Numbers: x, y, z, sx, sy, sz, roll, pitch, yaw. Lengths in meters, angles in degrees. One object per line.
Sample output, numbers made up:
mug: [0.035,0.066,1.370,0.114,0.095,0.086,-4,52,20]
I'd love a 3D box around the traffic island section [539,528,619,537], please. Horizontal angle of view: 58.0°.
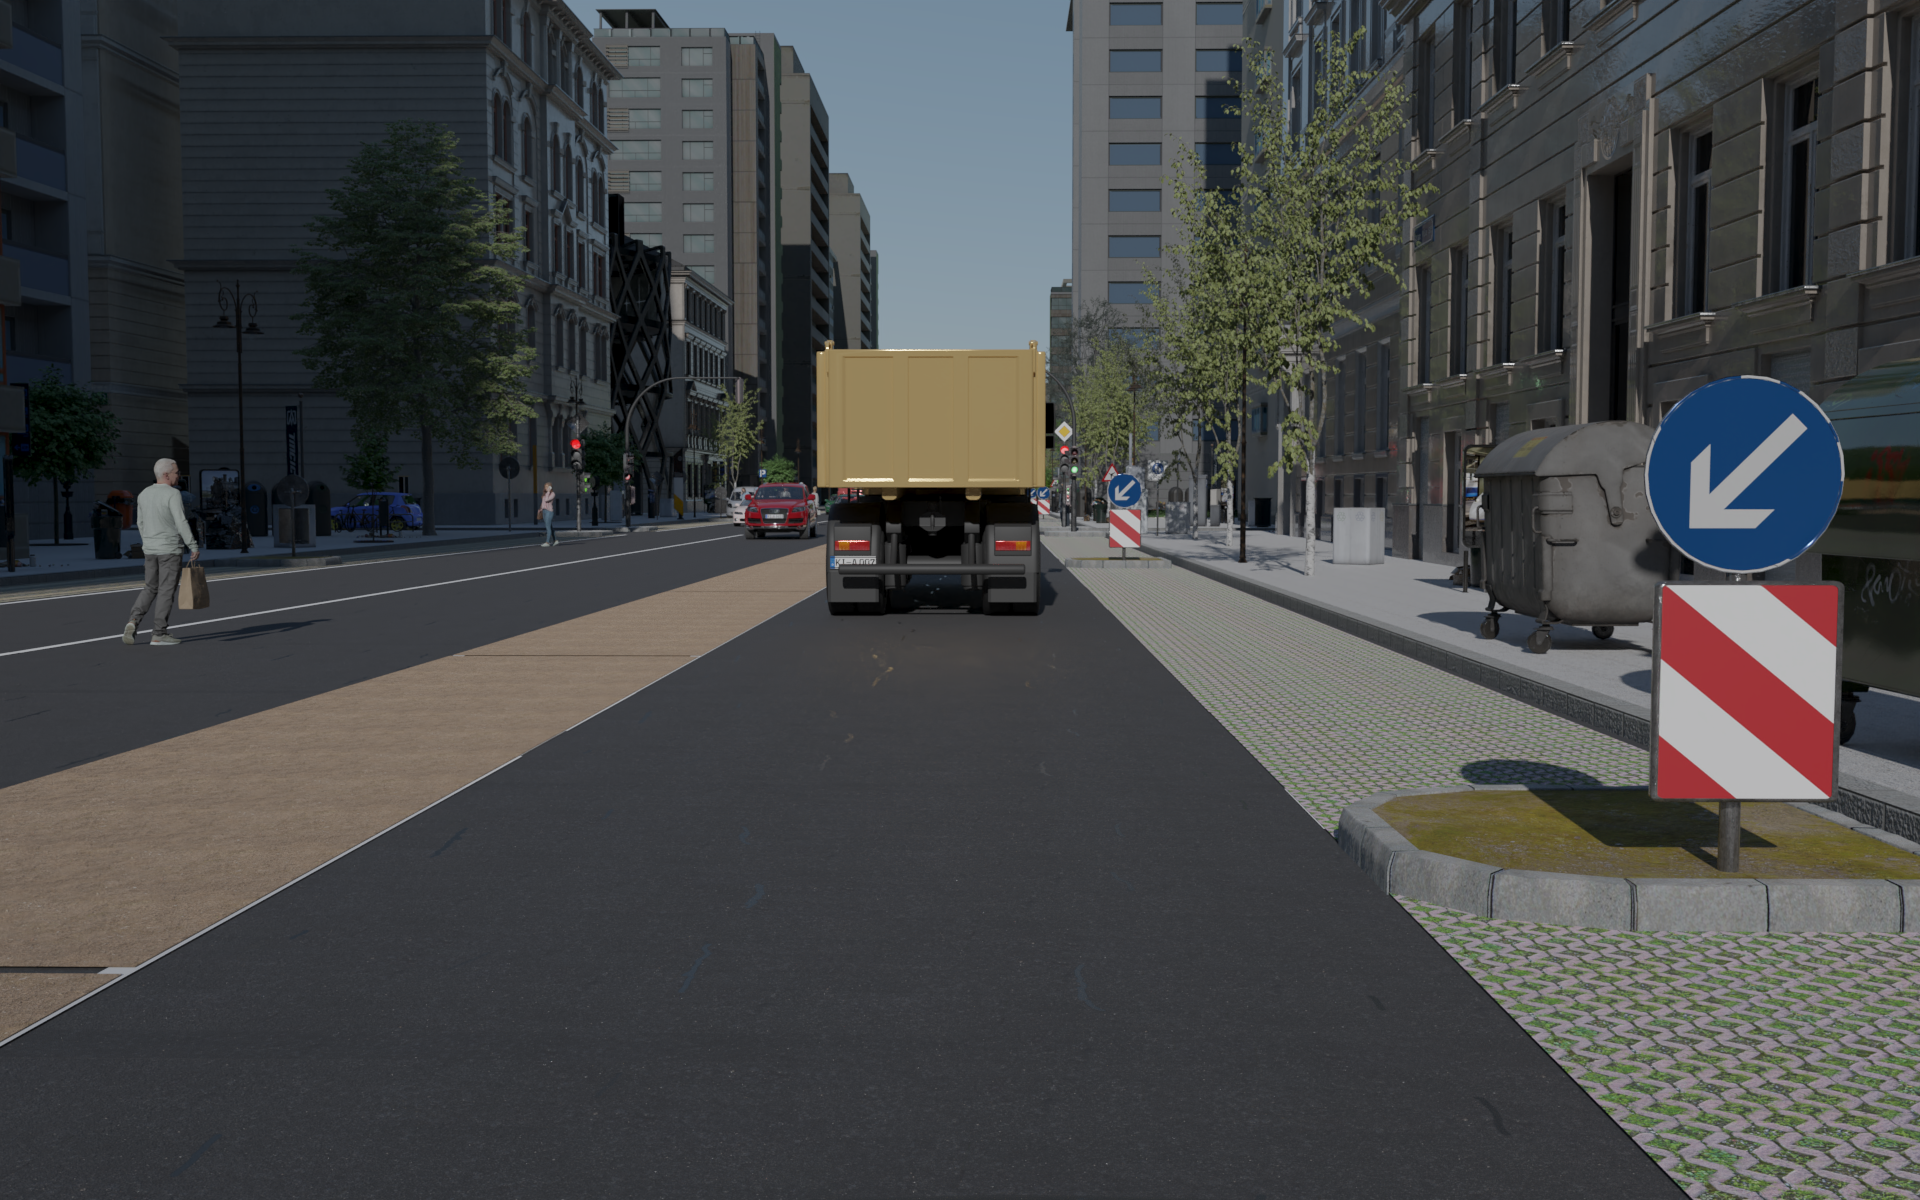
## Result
traffic island section: [-13.094,-2.274,59.453,2.009,0.180,2.903,0,4,1]

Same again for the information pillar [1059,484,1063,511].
information pillar: [7.575,-7.624,129.141,0.304,2.012,0.304,2,4,34]

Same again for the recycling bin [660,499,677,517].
recycling bin: [-16.162,-5.100,95.939,0.722,1.027,0.722,1,4,14]

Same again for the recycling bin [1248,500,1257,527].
recycling bin: [11.888,-3.433,68.680,0.722,1.027,0.722,2,4,32]

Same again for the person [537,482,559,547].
person: [-11.255,-2.350,47.519,0.643,1.750,0.593,-3,5,-41]

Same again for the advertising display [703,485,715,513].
advertising display: [-17.462,-7.061,120.659,0.123,1.923,0.974,3,5,40]

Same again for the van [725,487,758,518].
van: [-12.136,-5.548,97.713,2.013,2.044,4.112,0,4,1]

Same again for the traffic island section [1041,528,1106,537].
traffic island section: [3.894,-2.253,59.115,2.009,0.180,2.903,0,4,1]

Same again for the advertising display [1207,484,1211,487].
advertising display: [15.576,-6.340,108.871,0.123,1.923,0.974,2,4,28]

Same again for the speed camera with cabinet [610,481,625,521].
speed camera with cabinet: [-16.269,-5.392,82.497,0.660,3.252,2.038,0,4,-4]

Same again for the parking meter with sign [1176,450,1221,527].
parking meter with sign: [9.417,-4.414,68.438,1.738,3.016,0.543,1,4,18]

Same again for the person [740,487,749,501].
person: [-11.594,-5.213,93.991,0.793,1.790,0.793,0,4,-4]

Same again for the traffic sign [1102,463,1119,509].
traffic sign: [6.419,-4.469,73.079,0.884,2.594,0.081,1,4,9]

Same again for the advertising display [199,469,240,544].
advertising display: [-19.141,-2.422,44.811,0.974,1.923,0.123,-3,4,-39]

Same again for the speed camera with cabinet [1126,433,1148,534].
speed camera with cabinet: [5.723,-3.765,55.899,0.660,3.252,2.038,0,4,3]

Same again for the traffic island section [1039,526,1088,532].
traffic island section: [4.052,-2.741,67.099,2.009,0.180,2.903,0,4,1]

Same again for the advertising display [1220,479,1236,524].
advertising display: [11.629,-4.274,75.093,0.123,1.923,0.974,-2,4,-27]

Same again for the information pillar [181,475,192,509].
information pillar: [-30.344,-3.883,67.976,0.304,2.012,0.304,-1,4,-11]

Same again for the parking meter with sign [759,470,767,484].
parking meter with sign: [-13.765,-7.795,123.709,0.543,3.016,1.738,1,4,15]

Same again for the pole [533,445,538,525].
pole: [-17.701,-4.792,72.192,0.158,3.312,0.155,0,3,0]

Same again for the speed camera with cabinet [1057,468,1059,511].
speed camera with cabinet: [7.319,-8.549,134.110,0.660,3.252,2.038,0,4,-7]

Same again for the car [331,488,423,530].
car: [-21.595,-3.288,63.356,3.694,1.707,1.945,0,4,1]

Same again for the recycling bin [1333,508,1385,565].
recycling bin: [7.303,-1.172,31.710,0.722,1.027,0.722,3,4,38]

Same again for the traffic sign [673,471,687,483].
traffic sign: [-14.652,-5.531,90.546,0.768,2.556,0.104,0,4,5]

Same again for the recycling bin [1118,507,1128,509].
recycling bin: [10.700,-6.076,111.901,0.722,1.027,0.722,-1,4,-21]

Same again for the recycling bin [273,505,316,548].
recycling bin: [-15.995,-1.778,41.622,0.722,1.027,0.722,3,4,36]

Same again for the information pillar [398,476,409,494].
information pillar: [-22.447,-4.001,69.913,0.304,2.012,0.304,1,4,21]

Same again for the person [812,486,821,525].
person: [-6.673,-4.300,79.165,0.624,1.780,0.694,-2,4,-29]

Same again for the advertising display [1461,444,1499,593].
advertising display: [7.006,-1.054,22.452,0.974,1.923,0.123,0,4,7]

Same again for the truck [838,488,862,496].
truck: [-4.978,-6.305,91.993,2.839,4.237,11.283,0,3,0]

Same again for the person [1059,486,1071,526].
person: [4.259,-3.731,69.924,0.576,1.772,0.534,-1,4,-18]

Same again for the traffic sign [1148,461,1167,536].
traffic sign: [6.030,-3.101,52.826,0.606,2.300,0.079,0,4,5]

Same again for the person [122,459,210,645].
person: [-7.505,-0.452,16.379,0.782,1.767,0.515,2,4,24]

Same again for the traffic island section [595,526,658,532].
traffic island section: [-12.936,-2.762,67.437,2.009,0.180,2.903,0,4,1]

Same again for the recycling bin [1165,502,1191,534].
recycling bin: [7.042,-2.654,55.947,0.722,1.027,0.722,1,4,15]

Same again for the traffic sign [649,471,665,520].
traffic sign: [-14.951,-5.155,85.467,0.795,2.450,0.064,1,4,9]

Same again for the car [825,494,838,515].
car: [-8.354,-6.706,121.447,2.131,1.459,4.920,0,4,2]

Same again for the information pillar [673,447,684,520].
information pillar: [-14.136,-5.851,87.016,0.504,3.616,0.183,-2,4,-27]

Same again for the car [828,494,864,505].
car: [-4.966,-4.149,79.631,2.131,1.459,4.920,0,4,1]

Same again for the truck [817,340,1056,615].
truck: [-0.257,-1.722,24.078,3.469,3.379,9.791,0,4,1]

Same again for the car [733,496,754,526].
car: [-9.026,-4.023,78.134,2.083,1.381,4.827,0,4,3]

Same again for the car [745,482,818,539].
car: [-5.783,-2.915,56.328,2.281,1.827,5.304,0,4,-1]

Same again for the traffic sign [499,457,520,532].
traffic sign: [-15.407,-3.615,59.210,0.768,2.556,0.104,1,4,11]

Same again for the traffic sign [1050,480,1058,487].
traffic sign: [6.975,-7.696,125.837,0.884,2.594,0.081,0,4,1]

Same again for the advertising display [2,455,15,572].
advertising display: [-15.788,-1.440,28.765,0.123,1.923,0.974,-2,4,-30]
